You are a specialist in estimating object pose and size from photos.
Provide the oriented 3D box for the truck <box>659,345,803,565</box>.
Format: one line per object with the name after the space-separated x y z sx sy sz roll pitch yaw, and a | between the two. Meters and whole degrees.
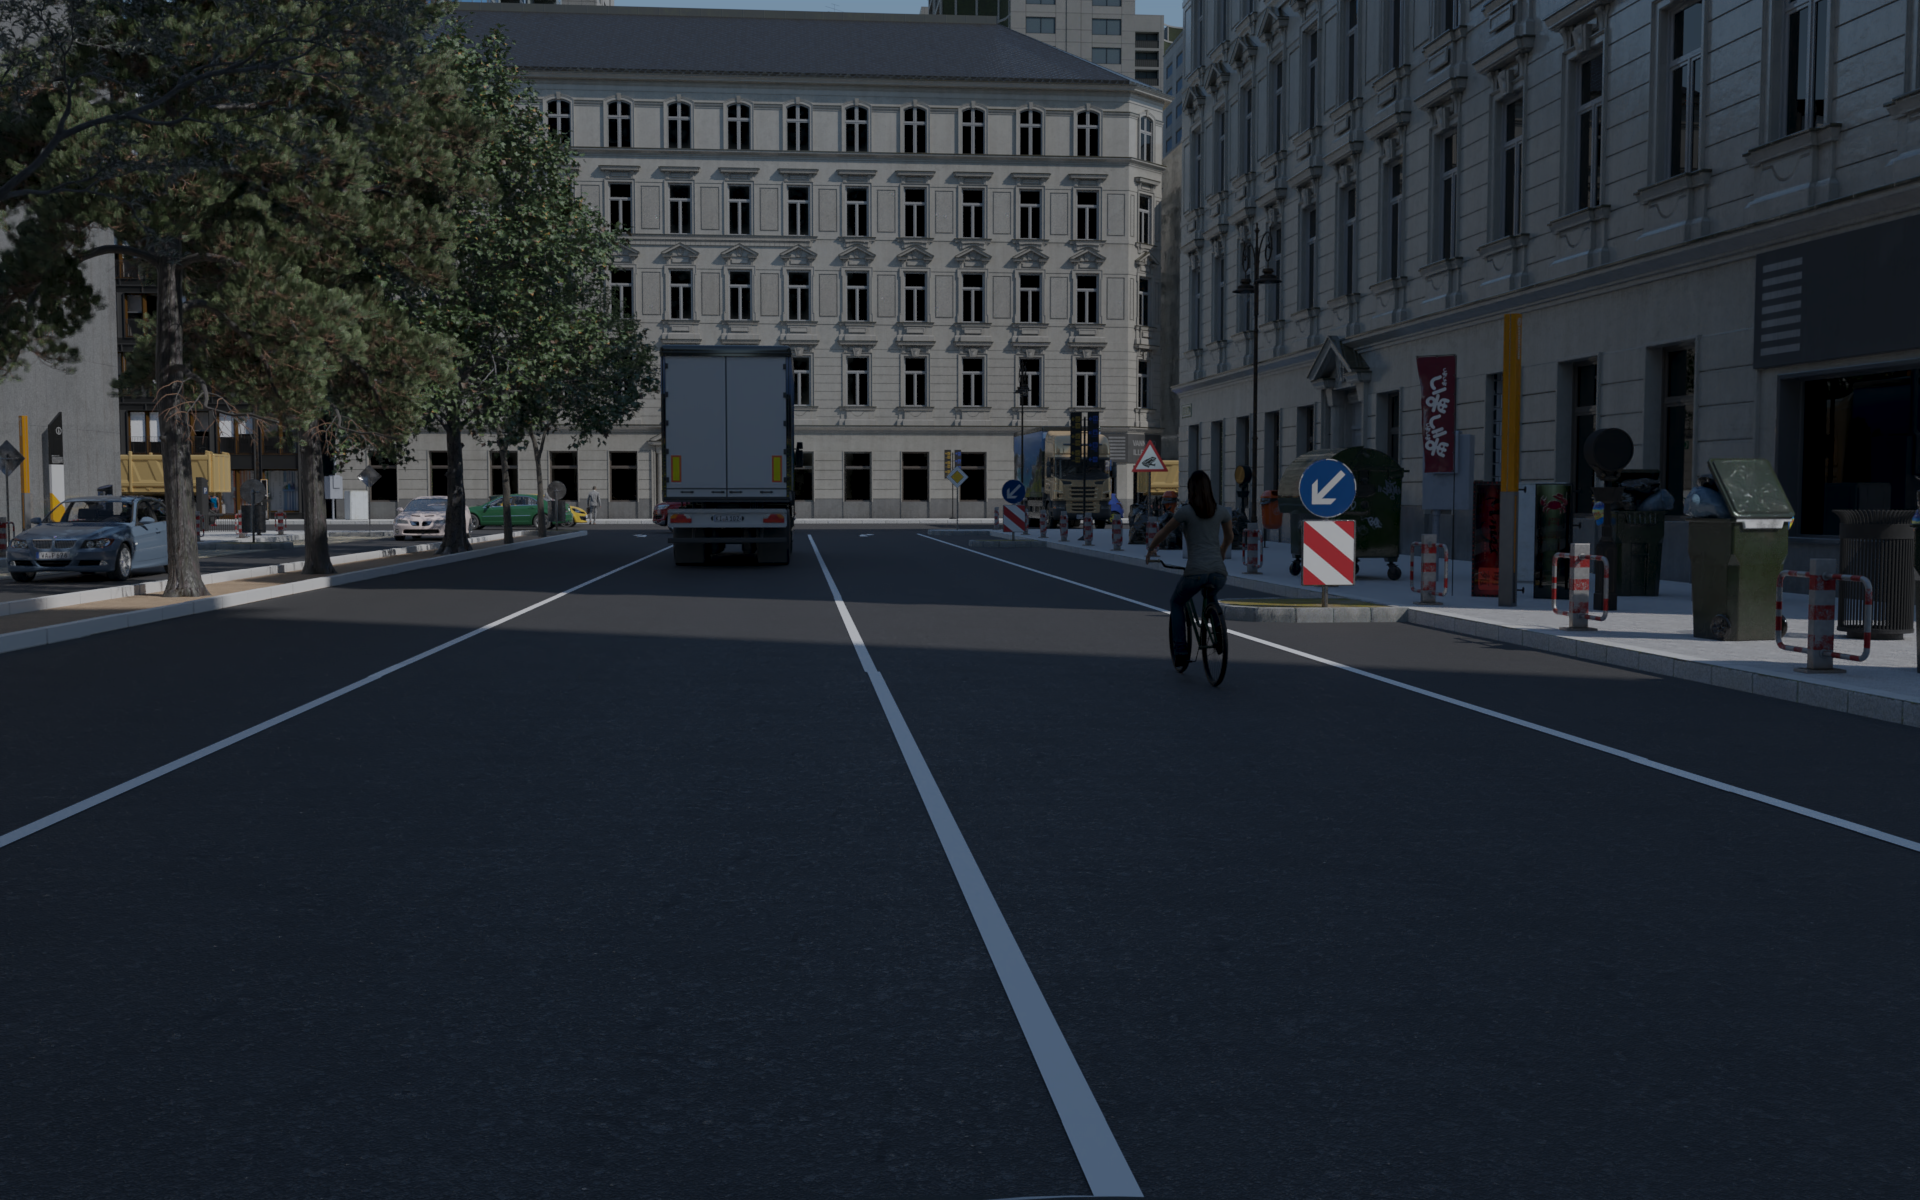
-4.894 -3.015 38.215 2.839 4.237 11.283 0 4 -5 | truck

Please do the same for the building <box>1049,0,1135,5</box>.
5.582 -45.081 175.326 20.563 71.187 20.611 0 4 -6 | building

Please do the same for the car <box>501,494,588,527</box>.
-18.243 -3.982 75.322 3.980 1.641 2.015 0 4 -6 | car

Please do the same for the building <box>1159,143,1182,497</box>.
20.211 -14.818 97.031 16.860 20.320 10.420 0 4 -6 | building

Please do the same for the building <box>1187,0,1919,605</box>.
17.208 -15.898 36.348 17.030 29.872 44.131 0 4 -6 | building

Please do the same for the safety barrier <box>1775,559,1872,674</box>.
6.186 0.113 12.436 0.300 0.817 1.120 0 4 -6 | safety barrier

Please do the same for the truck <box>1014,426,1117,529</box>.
4.314 -5.175 73.520 2.839 4.237 11.283 0 4 -7 | truck

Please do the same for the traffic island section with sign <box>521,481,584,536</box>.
-14.127 -3.189 60.282 2.006 1.907 1.989 0 4 -6 | traffic island section with sign

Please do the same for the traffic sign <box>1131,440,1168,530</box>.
4.561 -2.548 41.662 0.884 2.594 0.081 0 4 2 | traffic sign

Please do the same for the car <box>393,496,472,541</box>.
-16.676 -2.603 54.913 2.083 1.381 4.827 0 4 -7 | car

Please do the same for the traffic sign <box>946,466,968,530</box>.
-0.101 -3.529 61.334 0.795 2.450 0.064 0 4 -6 | traffic sign

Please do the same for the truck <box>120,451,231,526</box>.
-34.603 -4.487 69.279 9.791 3.379 3.469 0 4 -8 | truck

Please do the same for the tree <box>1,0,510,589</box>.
-11.567 -6.487 30.579 6.751 12.117 7.091 0 3 0 | tree

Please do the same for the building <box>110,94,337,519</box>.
-41.434 -16.075 92.502 15.834 23.373 12.332 0 4 -6 | building

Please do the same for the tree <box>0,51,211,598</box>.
-10.895 -6.071 23.773 6.751 12.117 7.091 0 3 0 | tree

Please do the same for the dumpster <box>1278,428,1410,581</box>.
5.833 -1.461 26.376 1.502 2.255 1.985 0 4 -6 | dumpster

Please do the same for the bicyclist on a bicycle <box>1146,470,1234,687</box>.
1.822 -0.203 13.343 1.499 1.676 1.625 0 4 -7 | bicyclist on a bicycle

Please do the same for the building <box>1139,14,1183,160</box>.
24.356 -50.371 261.810 20.611 71.187 20.563 0 4 -6 | building

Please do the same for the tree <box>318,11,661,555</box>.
-11.977 -7.425 40.858 9.611 12.733 9.660 0 3 0 | tree

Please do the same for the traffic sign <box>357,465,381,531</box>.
-20.251 -3.409 59.387 0.795 2.450 0.064 0 4 -6 | traffic sign

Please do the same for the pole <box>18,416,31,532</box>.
-24.364 -3.137 45.131 0.158 3.312 0.155 0 3 0 | pole

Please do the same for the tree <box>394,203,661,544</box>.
-13.796 -7.360 57.200 8.767 10.594 7.601 0 4 -6 | tree

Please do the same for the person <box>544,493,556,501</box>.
-17.413 -3.967 73.627 0.850 1.792 0.678 3 4 37 | person

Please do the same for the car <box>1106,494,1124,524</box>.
5.934 -4.447 82.301 3.694 1.707 1.945 0 4 -4 | car

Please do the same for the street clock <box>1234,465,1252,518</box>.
7.141 -2.394 43.711 0.358 2.002 0.471 -2 4 -24 | street clock

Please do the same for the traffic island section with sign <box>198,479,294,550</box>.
-18.545 -2.234 45.153 1.989 1.847 2.006 0 4 -6 | traffic island section with sign

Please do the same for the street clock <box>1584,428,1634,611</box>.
7.127 -0.887 19.074 0.471 2.002 0.358 0 4 -6 | street clock

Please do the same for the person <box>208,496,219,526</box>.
-33.573 -4.119 77.721 0.647 1.594 0.662 -3 5 -42 | person

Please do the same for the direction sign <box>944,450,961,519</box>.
-0.370 -5.901 88.474 0.876 3.537 0.379 -1 4 -13 | direction sign

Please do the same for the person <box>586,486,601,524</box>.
-17.294 -4.474 81.764 0.709 1.813 0.853 0 4 -6 | person

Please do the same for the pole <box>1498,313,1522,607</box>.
6.254 -1.580 19.683 0.158 3.312 0.155 0 3 0 | pole

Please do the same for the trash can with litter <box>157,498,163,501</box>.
-20.826 -2.005 44.166 1.055 1.170 0.624 -1 4 -18 | trash can with litter

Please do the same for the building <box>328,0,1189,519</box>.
-11.029 -19.594 96.779 44.131 29.872 17.030 0 4 -6 | building

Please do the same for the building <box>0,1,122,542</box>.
-35.701 -13.999 46.910 19.932 24.808 12.078 0 4 -6 | building

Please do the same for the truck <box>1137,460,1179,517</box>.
13.353 -5.221 81.284 9.791 3.379 3.469 0 4 -5 | truck

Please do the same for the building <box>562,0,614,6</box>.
-50.902 -46.592 200.033 20.611 71.187 20.563 0 4 -6 | building

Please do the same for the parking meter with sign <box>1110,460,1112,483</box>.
7.375 -5.563 87.208 0.543 3.016 1.738 0 4 3 | parking meter with sign

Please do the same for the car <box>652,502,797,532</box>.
-8.724 -3.397 64.212 5.304 1.827 2.281 0 4 -5 | car

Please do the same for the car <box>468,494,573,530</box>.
-18.105 -3.547 69.788 4.920 1.459 2.131 0 4 -5 | car

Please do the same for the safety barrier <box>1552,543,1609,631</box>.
5.813 -0.121 16.257 0.300 0.817 1.120 0 4 -6 | safety barrier

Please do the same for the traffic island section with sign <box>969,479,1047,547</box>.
1.276 -2.386 47.640 1.989 1.847 2.006 0 4 -6 | traffic island section with sign

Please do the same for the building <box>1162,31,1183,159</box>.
40.479 -40.846 209.837 28.212 58.520 21.231 0 4 -6 | building

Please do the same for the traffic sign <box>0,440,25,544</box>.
-20.293 -2.185 36.904 0.795 2.450 0.064 0 4 3 | traffic sign

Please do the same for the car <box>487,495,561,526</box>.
-19.379 -4.155 77.728 4.222 1.686 2.009 0 4 -4 | car

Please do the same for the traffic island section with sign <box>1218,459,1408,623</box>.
3.957 -0.711 20.257 1.989 1.847 2.006 0 4 -6 | traffic island section with sign

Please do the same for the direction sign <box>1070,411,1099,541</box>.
3.433 -3.411 47.772 0.876 3.537 0.379 2 4 31 | direction sign

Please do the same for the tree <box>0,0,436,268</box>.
-9.779 -6.208 14.331 12.009 13.543 11.850 0 3 0 | tree

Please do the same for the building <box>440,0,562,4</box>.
-48.229 -51.979 162.528 22.319 86.520 31.000 0 4 -6 | building

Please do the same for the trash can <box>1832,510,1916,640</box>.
8.151 -0.229 15.397 0.748 1.137 0.748 0 3 0 | trash can

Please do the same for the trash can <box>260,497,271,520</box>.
-33.996 -4.459 84.564 0.748 1.137 0.748 0 3 0 | trash can

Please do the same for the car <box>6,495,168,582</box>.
-14.811 -1.099 29.975 2.014 1.417 4.499 0 4 -7 | car
